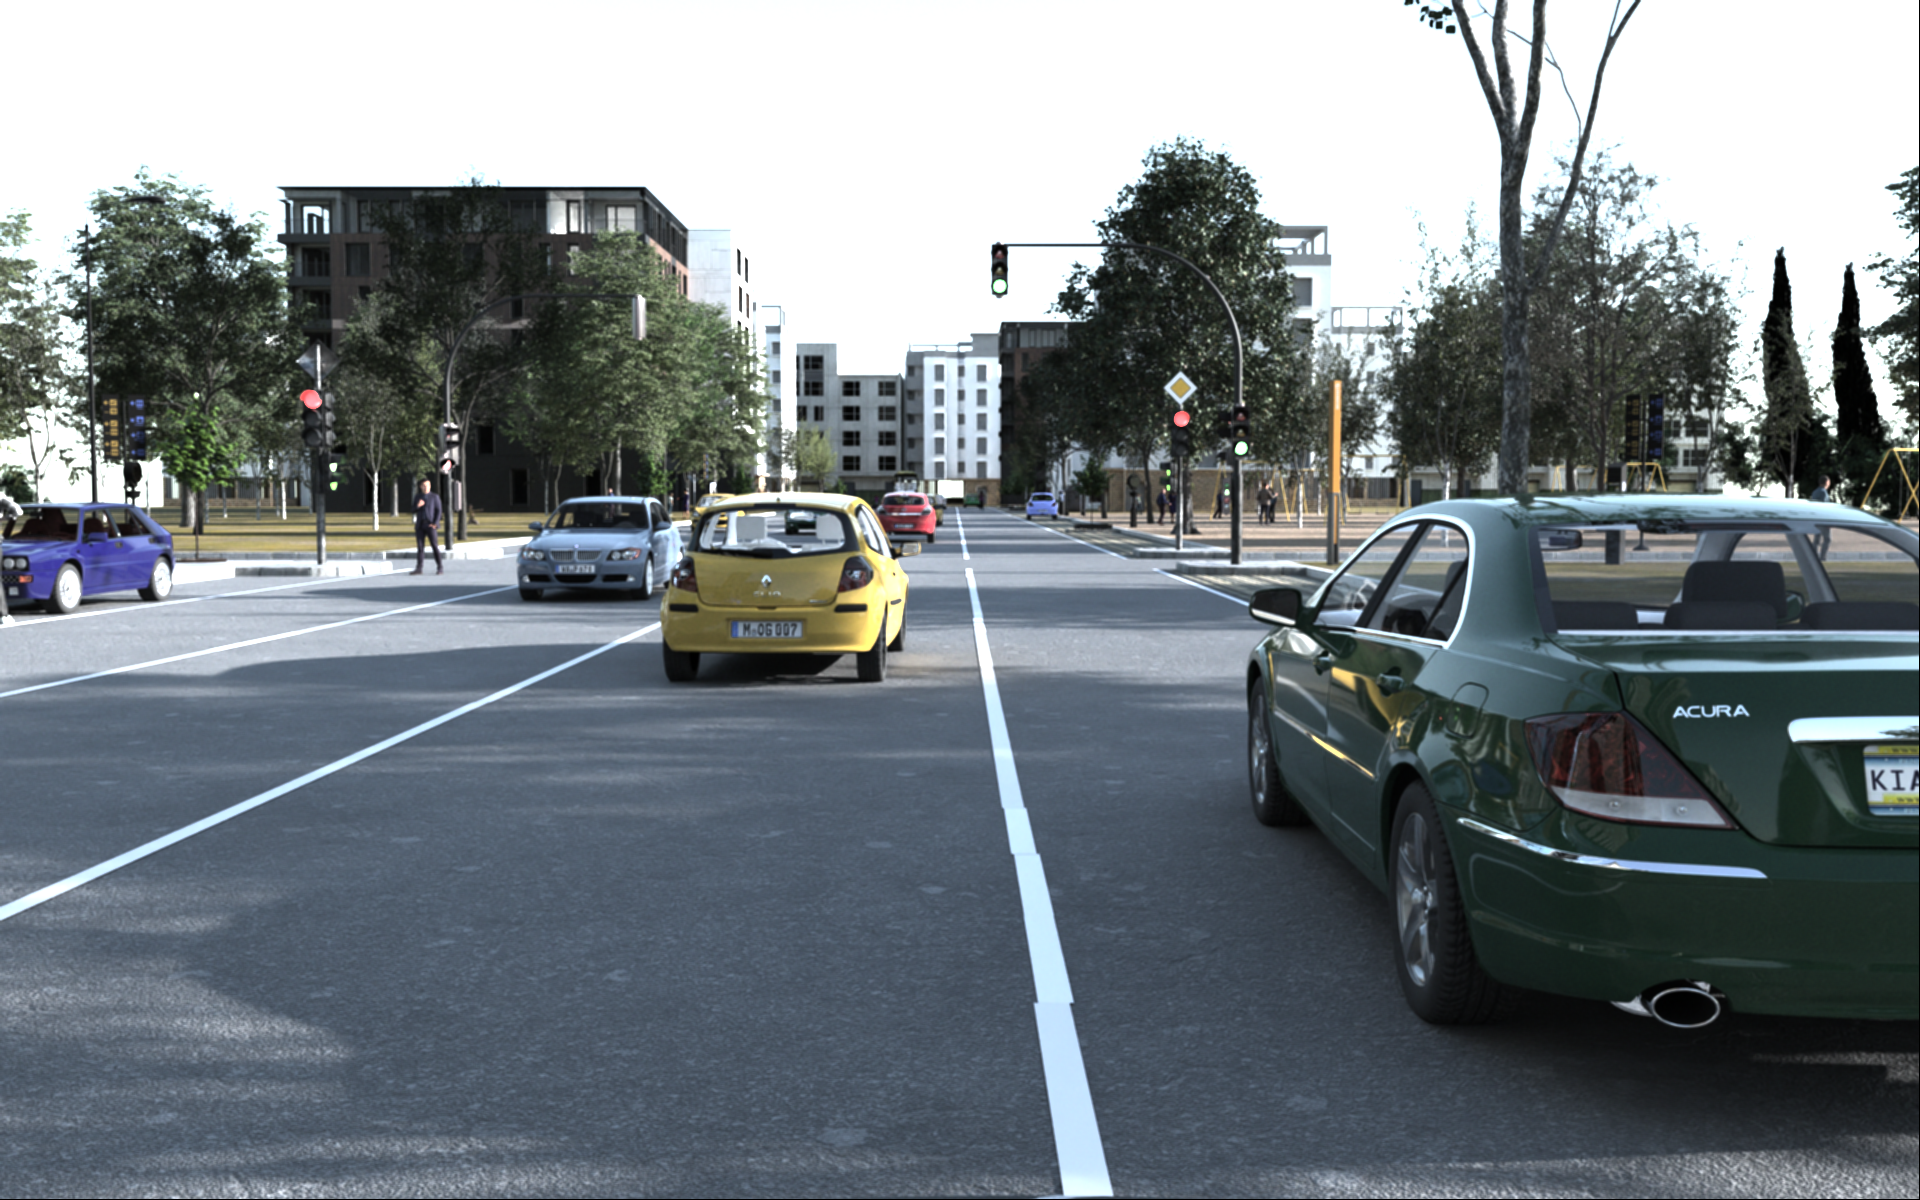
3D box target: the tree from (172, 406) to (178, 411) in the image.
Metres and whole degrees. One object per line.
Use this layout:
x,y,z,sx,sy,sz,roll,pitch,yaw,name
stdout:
-40.708,-8.890,95.720,4.737,8.622,4.395,0,3,0,tree

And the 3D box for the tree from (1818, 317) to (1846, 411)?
31.648,-7.093,66.339,4.360,8.622,3.978,0,3,0,tree

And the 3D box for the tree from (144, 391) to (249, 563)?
-14.301,-2.331,32.717,1.663,3.219,1.824,0,3,0,tree

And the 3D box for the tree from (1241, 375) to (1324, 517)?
17.143,-8.942,96.562,4.737,8.622,4.395,0,3,0,tree

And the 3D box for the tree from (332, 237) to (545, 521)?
-25.549,-10.619,83.988,12.009,13.543,11.850,0,3,0,tree

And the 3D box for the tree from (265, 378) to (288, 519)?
-34.822,-8.507,89.448,4.360,8.622,3.978,0,3,0,tree

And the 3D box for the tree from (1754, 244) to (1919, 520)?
50.100,-11.736,93.706,13.155,14.587,18.604,2,4,27,tree

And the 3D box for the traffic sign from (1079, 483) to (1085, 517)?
7.035,-5.966,97.547,0.884,2.594,0.081,0,4,4,traffic sign

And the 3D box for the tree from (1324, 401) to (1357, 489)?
22.142,-9.487,105.478,4.737,8.622,4.395,0,3,0,tree

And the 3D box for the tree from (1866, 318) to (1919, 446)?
31.470,-6.404,55.070,4.737,8.622,4.395,0,3,0,tree

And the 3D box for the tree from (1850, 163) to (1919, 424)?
28.521,-8.466,45.081,9.857,13.997,8.962,0,3,0,tree

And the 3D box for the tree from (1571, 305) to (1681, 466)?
26.078,-7.213,68.293,4.737,8.622,4.395,0,3,0,tree

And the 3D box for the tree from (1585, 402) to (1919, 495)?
50.760,-8.911,108.600,20.602,7.101,11.467,0,4,-2,tree

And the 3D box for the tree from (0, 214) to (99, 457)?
-24.190,-5.796,45.128,4.360,8.622,3.978,0,3,0,tree

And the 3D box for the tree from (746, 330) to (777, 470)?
-14.413,-11.292,102.749,7.486,12.596,7.792,0,3,0,tree

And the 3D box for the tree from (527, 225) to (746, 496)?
-14.201,-9.504,73.516,7.486,12.596,7.792,0,3,0,tree

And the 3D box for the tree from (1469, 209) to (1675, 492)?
27.260,-10.410,76.854,9.857,13.997,8.962,0,3,0,tree

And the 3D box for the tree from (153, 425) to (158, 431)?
-39.746,-7.926,79.945,4.360,8.622,3.978,0,3,0,tree

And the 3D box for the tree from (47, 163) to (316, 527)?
-29.990,-9.802,66.913,9.857,13.997,8.962,0,3,0,tree

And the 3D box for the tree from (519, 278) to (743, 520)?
-14.616,-9.686,84.123,9.928,11.665,9.643,0,3,0,tree

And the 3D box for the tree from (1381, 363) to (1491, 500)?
29.787,-10.482,105.799,8.767,10.594,7.601,2,4,24,tree

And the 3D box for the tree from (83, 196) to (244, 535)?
-23.460,-7.302,53.798,7.601,10.594,8.767,0,4,-6,tree

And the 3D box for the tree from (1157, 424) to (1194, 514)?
13.983,-9.833,111.131,4.737,8.622,4.395,0,3,0,tree

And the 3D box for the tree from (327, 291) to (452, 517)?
-32.328,-10.972,97.516,7.486,12.596,7.792,0,3,0,tree

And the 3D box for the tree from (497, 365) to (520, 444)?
-18.985,-10.223,92.908,9.928,11.665,9.643,0,3,0,tree

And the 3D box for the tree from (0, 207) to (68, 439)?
-33.066,-8.422,55.828,7.486,12.596,7.792,0,3,0,tree

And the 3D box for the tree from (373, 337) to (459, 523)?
-24.158,-7.716,76.525,4.737,8.622,4.395,0,3,0,tree

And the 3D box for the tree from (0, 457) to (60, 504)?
-64.683,-12.319,103.232,13.155,14.587,18.604,3,5,43,tree

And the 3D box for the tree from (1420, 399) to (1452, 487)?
31.499,-9.947,112.996,4.737,8.622,4.395,0,3,0,tree

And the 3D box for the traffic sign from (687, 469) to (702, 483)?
-14.121,-5.644,92.019,0.795,2.593,0.064,0,4,6,traffic sign

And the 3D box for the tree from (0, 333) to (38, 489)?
-40.672,-7.489,72.800,4.737,8.622,4.395,0,3,0,tree

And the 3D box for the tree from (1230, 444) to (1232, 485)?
17.516,-9.251,101.621,4.360,8.622,3.978,0,3,0,tree

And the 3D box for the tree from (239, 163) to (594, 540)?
-13.657,-6.954,48.114,8.767,10.594,7.601,2,4,28,tree

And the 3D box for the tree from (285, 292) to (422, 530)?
-21.086,-6.818,61.843,4.360,8.622,3.978,0,3,0,tree

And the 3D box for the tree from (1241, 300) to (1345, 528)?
12.781,-6.995,64.729,4.360,8.622,3.978,0,3,0,tree

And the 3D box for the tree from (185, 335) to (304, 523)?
-34.229,-8.179,84.093,4.737,8.622,4.395,0,3,0,tree

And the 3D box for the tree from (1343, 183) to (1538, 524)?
11.845,-5.607,42.043,4.360,8.622,3.978,0,3,0,tree

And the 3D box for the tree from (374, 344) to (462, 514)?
-34.524,-11.220,109.204,9.928,11.665,9.643,0,3,0,tree

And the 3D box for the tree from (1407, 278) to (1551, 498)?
26.674,-10.685,91.712,9.611,12.733,9.660,0,3,0,tree

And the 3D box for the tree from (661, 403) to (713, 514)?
-17.608,-9.848,111.382,4.737,8.622,4.395,0,3,0,tree

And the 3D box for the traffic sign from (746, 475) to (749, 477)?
-13.712,-6.764,110.698,0.768,2.556,0.104,0,4,4,traffic sign

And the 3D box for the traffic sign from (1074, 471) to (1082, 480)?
6.801,-5.956,97.111,0.795,2.593,0.064,0,4,4,traffic sign

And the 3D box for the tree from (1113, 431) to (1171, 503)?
10.478,-9.308,102.543,4.360,8.622,3.978,0,3,0,tree

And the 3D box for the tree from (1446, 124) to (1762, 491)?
21.406,-9.014,57.748,12.009,13.543,11.850,0,3,0,tree

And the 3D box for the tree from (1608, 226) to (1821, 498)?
19.977,-5.900,46.826,4.360,8.622,3.978,0,3,0,tree

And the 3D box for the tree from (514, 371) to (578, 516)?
-24.129,-9.226,101.208,4.360,8.622,3.978,0,3,0,tree
